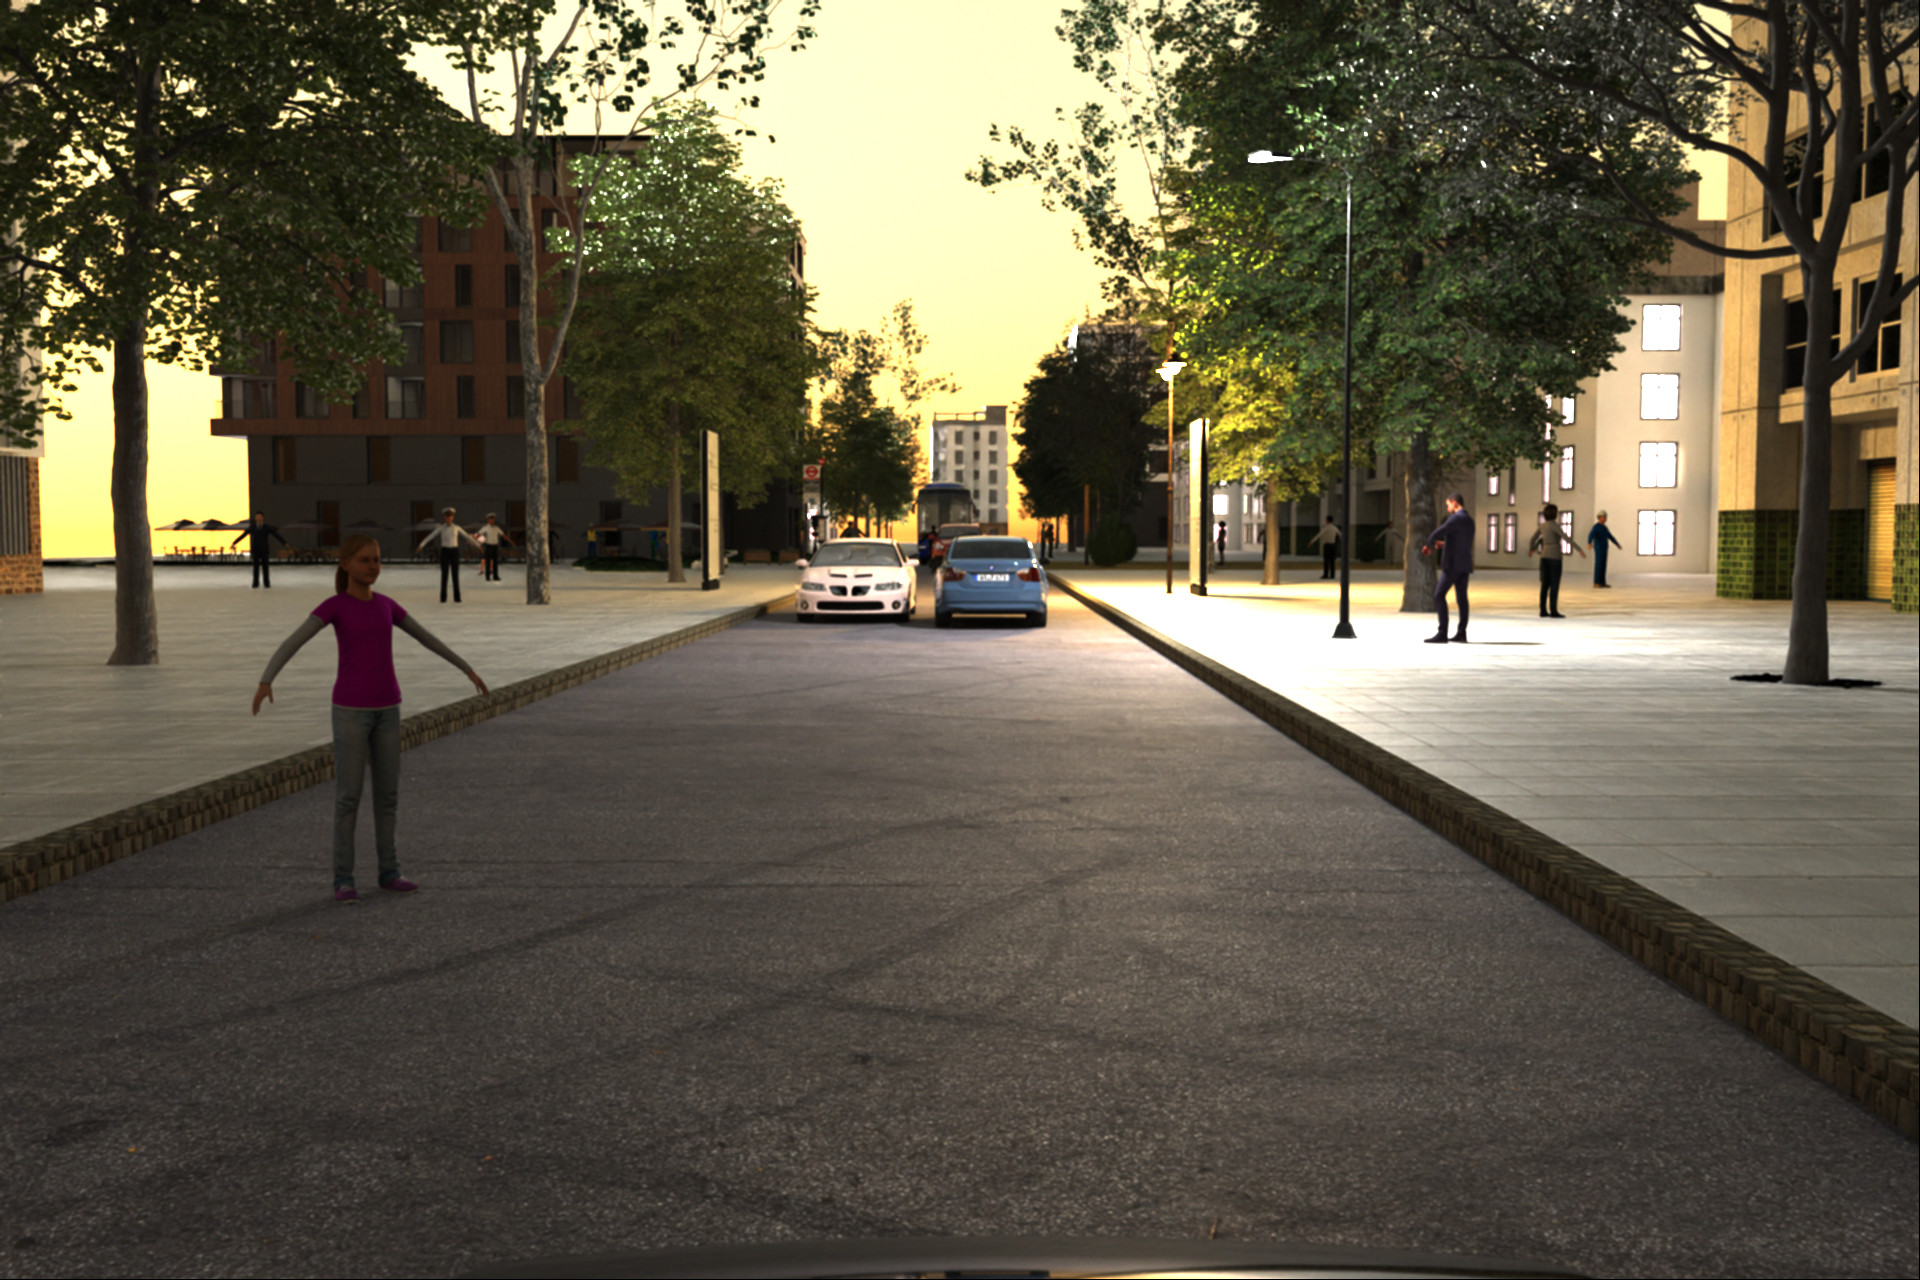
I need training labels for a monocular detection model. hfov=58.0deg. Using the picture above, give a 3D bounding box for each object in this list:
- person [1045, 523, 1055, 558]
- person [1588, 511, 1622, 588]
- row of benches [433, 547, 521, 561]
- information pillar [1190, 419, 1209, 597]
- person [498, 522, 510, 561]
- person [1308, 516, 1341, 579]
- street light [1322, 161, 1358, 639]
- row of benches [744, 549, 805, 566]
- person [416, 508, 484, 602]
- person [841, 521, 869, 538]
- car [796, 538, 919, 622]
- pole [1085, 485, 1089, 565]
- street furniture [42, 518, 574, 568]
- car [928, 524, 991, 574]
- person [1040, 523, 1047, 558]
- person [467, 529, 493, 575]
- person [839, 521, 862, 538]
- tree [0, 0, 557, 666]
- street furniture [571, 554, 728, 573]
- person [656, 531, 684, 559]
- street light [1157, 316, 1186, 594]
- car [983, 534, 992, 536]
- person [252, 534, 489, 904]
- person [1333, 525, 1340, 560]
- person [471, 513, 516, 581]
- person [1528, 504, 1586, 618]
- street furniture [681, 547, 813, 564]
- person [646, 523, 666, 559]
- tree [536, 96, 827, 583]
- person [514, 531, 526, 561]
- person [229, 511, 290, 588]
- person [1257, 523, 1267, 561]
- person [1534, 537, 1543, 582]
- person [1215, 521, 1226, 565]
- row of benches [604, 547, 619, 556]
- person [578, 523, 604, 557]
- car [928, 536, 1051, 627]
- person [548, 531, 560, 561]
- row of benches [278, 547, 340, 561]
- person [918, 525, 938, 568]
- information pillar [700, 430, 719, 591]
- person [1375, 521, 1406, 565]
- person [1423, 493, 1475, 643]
[{"bbox_3d":[4.923,-5.359,93.383,0.705,1.858,1.354,0,4,-4],"label":"person"},{"bbox_3d":[15.362,-2.174,41.423,1.347,1.842,0.705,-3,4,-38],"label":"person"},{"bbox_3d":[-22.680,-4.015,81.102,4.104,0.672,1.422,-2,4,-25],"label":"row of benches"},{"bbox_3d":[4.996,-2.745,36.191,0.184,3.620,1.656,0,4,1],"label":"information pillar"},{"bbox_3d":[-21.960,-4.742,83.315,0.705,1.856,1.354,1,4,15],"label":"person"},{"bbox_3d":[10.565,-2.661,49.658,1.344,1.810,0.704,-2,4,-28],"label":"person"},{"bbox_3d":[5.268,-2.971,21.117,1.470,5.913,1.316,0,4,0],"label":"street light"},{"bbox_3d":[-6.993,-3.409,71.199,4.104,0.672,1.422,-1,4,-10],"label":"row of benches"},{"bbox_3d":[-9.587,-1.596,32.556,1.216,1.778,0.721,-1,4,-21],"label":"person"},{"bbox_3d":[-4.085,-3.724,67.155,1.348,1.796,0.705,-1,4,-11],"label":"person"},{"bbox_3d":[-1.725,-1.064,29.755,2.083,1.381,4.827,0,4,1],"label":"car"},{"bbox_3d":[5.275,-4.780,71.991,0.158,3.312,0.155,0,3,0],"label":"pole"},{"bbox_3d":[-30.804,-4.044,71.151,27.439,1.986,14.083,0,4,7],"label":"street furniture"},{"bbox_3d":[0.002,-3.328,63.082,2.281,1.827,5.304,0,4,0],"label":"car"},{"bbox_3d":[4.182,-4.921,86.308,0.705,1.847,1.347,0,4,5],"label":"person"},{"bbox_3d":[-15.029,-2.760,54.360,0.799,1.438,0.628,-2,4,-28],"label":"person"},{"bbox_3d":[-4.379,-3.866,69.344,1.346,1.812,0.704,2,4,33],"label":"person"},{"bbox_3d":[-7.788,-6.045,16.967,7.486,12.596,7.792,0,3,0],"label":"tree"},{"bbox_3d":[-11.067,-2.843,62.107,5.734,0.657,10.072,-1,4,-12],"label":"street furniture"},{"bbox_3d":[-12.088,-4.028,72.315,1.216,1.772,0.721,0,4,7],"label":"person"},{"bbox_3d":[4.478,-3.919,36.870,0.468,5.910,1.993,0,4,1],"label":"street light"},{"bbox_3d":[0.702,-3.588,70.456,2.131,1.459,4.920,0,4,0],"label":"car"},{"bbox_3d":[-2.305,0.301,6.806,0.599,1.433,0.991,3,5,42],"label":"person"},{"bbox_3d":[18.546,-4.819,85.513,0.721,1.740,1.216,2,4,32],"label":"person"},{"bbox_3d":[-12.886,-2.564,47.705,1.343,1.855,0.704,-3,5,-43],"label":"person"},{"bbox_3d":[9.154,-1.216,26.644,0.721,1.744,1.215,-1,4,-22],"label":"person"},{"bbox_3d":[-9.441,-3.835,78.329,5.734,0.657,10.072,0,4,8],"label":"street furniture"},{"bbox_3d":[-14.810,-4.769,84.094,1.347,1.817,0.704,3,4,37],"label":"person"},{"bbox_3d":[-7.373,-7.771,45.176,7.486,12.596,7.792,0,3,0],"label":"tree"},{"bbox_3d":[-19.975,-4.531,80.274,1.347,1.806,0.705,0,4,-8],"label":"person"},{"bbox_3d":[-16.742,-2.164,41.437,1.345,1.823,0.704,-1,4,-17],"label":"person"},{"bbox_3d":[14.655,-4.681,82.658,0.705,1.813,1.348,-3,4,-37],"label":"person"},{"bbox_3d":[15.797,-2.288,46.613,0.989,1.438,0.599,-2,4,-27],"label":"person"},{"bbox_3d":[10.934,-4.062,72.556,0.704,1.843,1.345,0,4,-4],"label":"person"},{"bbox_3d":[-16.441,-4.062,81.872,1.422,0.672,4.104,-1,4,-13],"label":"row of benches"},{"bbox_3d":[-18.716,-5.018,88.018,1.349,1.833,0.705,0,4,7],"label":"person"},{"bbox_3d":[0.484,-0.977,27.973,2.014,1.417,4.499,0,4,0],"label":"car"},{"bbox_3d":[-19.540,-4.666,82.222,0.705,1.837,1.347,3,5,45],"label":"person"},{"bbox_3d":[-29.978,-3.980,80.532,4.104,0.672,1.422,2,4,26],"label":"row of benches"},{"bbox_3d":[-1.127,-3.973,73.639,1.346,1.802,0.704,0,4,3],"label":"person"},{"bbox_3d":[-5.763,-2.974,39.946,0.184,3.620,1.656,0,4,0],"label":"information pillar"},{"bbox_3d":[17.560,-3.947,70.713,1.347,1.806,0.705,0,4,-4],"label":"person"},{"bbox_3d":[5.747,-0.857,20.502,0.568,1.767,0.683,3,5,44],"label":"person"}]
